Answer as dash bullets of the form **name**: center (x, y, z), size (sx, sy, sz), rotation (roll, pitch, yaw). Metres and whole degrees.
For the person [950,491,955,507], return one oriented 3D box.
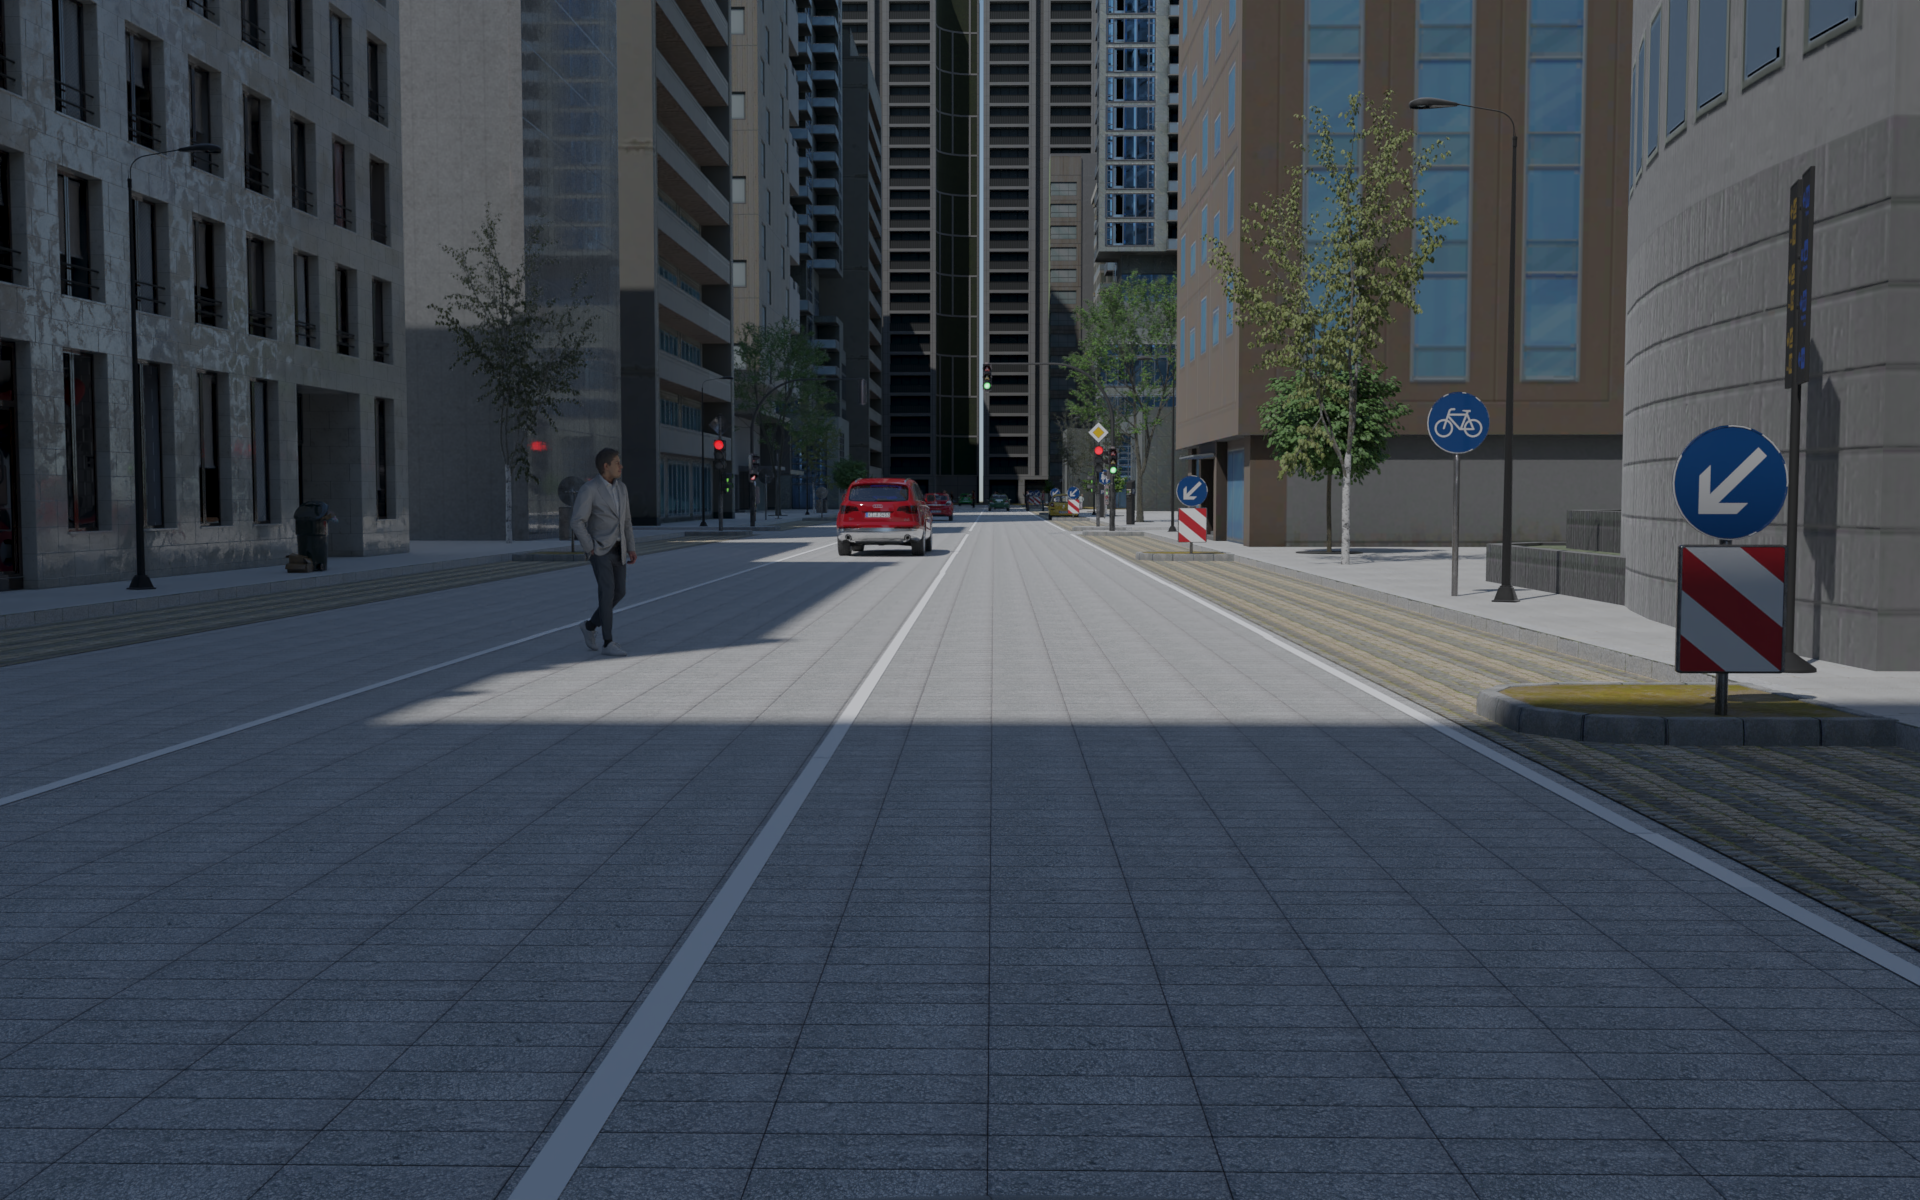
- **person**: center (-0.850, -11.457, 196.344), size (0.721, 1.766, 1.217), rotation (1, 4, 18)

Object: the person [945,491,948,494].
- **person**: center (-1.571, -10.926, 187.860), size (1.217, 1.743, 0.721), rotation (3, 5, 42)

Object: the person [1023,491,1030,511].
- **person**: center (5.515, -8.285, 144.768), size (0.742, 1.727, 0.445), rotation (2, 4, 26)

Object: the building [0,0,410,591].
- **building**: center (-17.434, -10.665, 29.127), size (10.420, 20.320, 16.860), rotation (0, 4, 1)

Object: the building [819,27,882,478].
- **building**: center (-19.655, -34.335, 185.077), size (21.300, 48.544, 21.600), rotation (0, 4, 1)

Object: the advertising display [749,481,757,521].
- **advertising display**: center (-9.709, -4.647, 81.190), size (0.123, 1.923, 0.974), rotation (0, 4, 8)

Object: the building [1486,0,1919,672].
- **building**: center (17.149, -28.779, 12.529), size (21.231, 58.520, 28.212), rotation (0, 4, 1)

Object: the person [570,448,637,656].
- **person**: center (-3.228, -0.439, 15.530), size (0.795, 1.843, 0.661), rotation (3, 4, 36)

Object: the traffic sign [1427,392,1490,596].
- **traffic sign**: center (6.215, -1.320, 21.688), size (0.768, 2.556, 0.104), rotation (0, 4, 3)

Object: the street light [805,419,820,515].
- **street light**: center (-8.850, -8.185, 106.363), size (1.470, 5.913, 1.316), rotation (0, 4, 1)

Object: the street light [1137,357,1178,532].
- **street light**: center (6.682, -5.269, 58.696), size (1.470, 5.913, 1.316), rotation (0, 4, 1)

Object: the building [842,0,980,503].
- **building**: center (-7.664, -48.835, 236.702), size (20.611, 71.187, 20.563), rotation (0, 4, 1)

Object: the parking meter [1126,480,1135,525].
- **parking meter**: center (7.118, -4.070, 72.259), size (0.255, 1.863, 0.399), rotation (2, 4, 33)

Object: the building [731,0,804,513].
- **building**: center (-26.250, -32.800, 125.526), size (28.713, 52.752, 27.495), rotation (0, 4, 1)

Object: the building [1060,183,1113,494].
- **building**: center (27.425, -30.552, 191.400), size (32.217, 40.220, 23.993), rotation (0, 4, 1)

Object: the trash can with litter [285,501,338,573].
- **trash can with litter**: center (-10.704, -1.049, 28.537), size (0.624, 1.170, 1.055), rotation (0, 4, -2)

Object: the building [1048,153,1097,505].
- **building**: center (17.728, -32.231, 210.566), size (14.154, 41.232, 14.086), rotation (0, 4, 1)

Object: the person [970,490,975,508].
- **person**: center (1.357, -10.317, 177.138), size (0.705, 1.831, 1.348), rotation (-1, 4, -17)

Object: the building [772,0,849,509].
- **building**: center (-20.943, -51.658, 157.271), size (22.319, 86.520, 31.000), rotation (0, 4, 1)

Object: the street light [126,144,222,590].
- **street light**: center (-10.485, -3.094, 23.129), size (1.470, 5.913, 1.316), rotation (0, 4, 1)

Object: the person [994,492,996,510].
- **person**: center (3.272, -9.174, 159.964), size (0.415, 1.643, 0.593), rotation (-1, 4, -17)

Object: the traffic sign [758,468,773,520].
- **traffic sign**: center (-9.548, -5.199, 85.108), size (0.768, 2.556, 0.104), rotation (1, 4, 10)

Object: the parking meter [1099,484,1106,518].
- **parking meter**: center (7.688, -5.402, 94.040), size (0.399, 1.863, 0.255), rotation (-1, 4, -11)

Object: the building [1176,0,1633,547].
- **building**: center (13.679, -24.280, 47.083), size (14.600, 45.320, 14.200), rotation (0, 4, 1)

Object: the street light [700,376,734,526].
- **street light**: center (-9.627, -5.868, 68.475), size (1.470, 5.913, 1.316), rotation (0, 4, 1)

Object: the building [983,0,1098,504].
- **building**: center (13.522, -48.826, 236.561), size (20.611, 71.187, 20.563), rotation (0, 4, 1)

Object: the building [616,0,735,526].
- **building**: center (-22.587, -27.822, 78.597), size (21.300, 48.544, 21.600), rotation (0, 4, 1)

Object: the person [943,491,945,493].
- **person**: center (-1.376, -9.044, 156.923), size (0.990, 1.755, 0.434), rotation (-2, 4, -33)

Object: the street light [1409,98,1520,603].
- **street light**: center (5.959, -2.931, 20.460), size (1.470, 5.913, 1.316), rotation (0, 4, 1)

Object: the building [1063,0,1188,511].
- **building**: center (21.575, -51.987, 162.651), size (22.319, 86.520, 31.000), rotation (0, 4, 1)

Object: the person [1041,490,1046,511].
- **person**: center (6.907, -8.353, 145.789), size (0.721, 1.743, 1.217), rotation (0, 4, -3)

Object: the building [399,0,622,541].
- **building**: center (-21.631, -14.364, 52.881), size (19.932, 24.808, 12.078), rotation (0, 4, 1)

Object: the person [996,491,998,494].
- **person**: center (4.105, -11.145, 190.728), size (1.348, 1.822, 0.705), rotation (2, 4, 24)

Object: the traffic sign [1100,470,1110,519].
- **traffic sign**: center (7.559, -5.524, 90.415), size (0.768, 2.556, 0.104), rotation (0, 4, 8)

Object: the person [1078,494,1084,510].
- **person**: center (9.648, -7.809, 138.002), size (0.425, 1.301, 0.394), rotation (0, 4, -1)

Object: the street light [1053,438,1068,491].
- **street light**: center (8.362, -10.420, 142.908), size (1.470, 5.913, 1.316), rotation (0, 4, 1)
